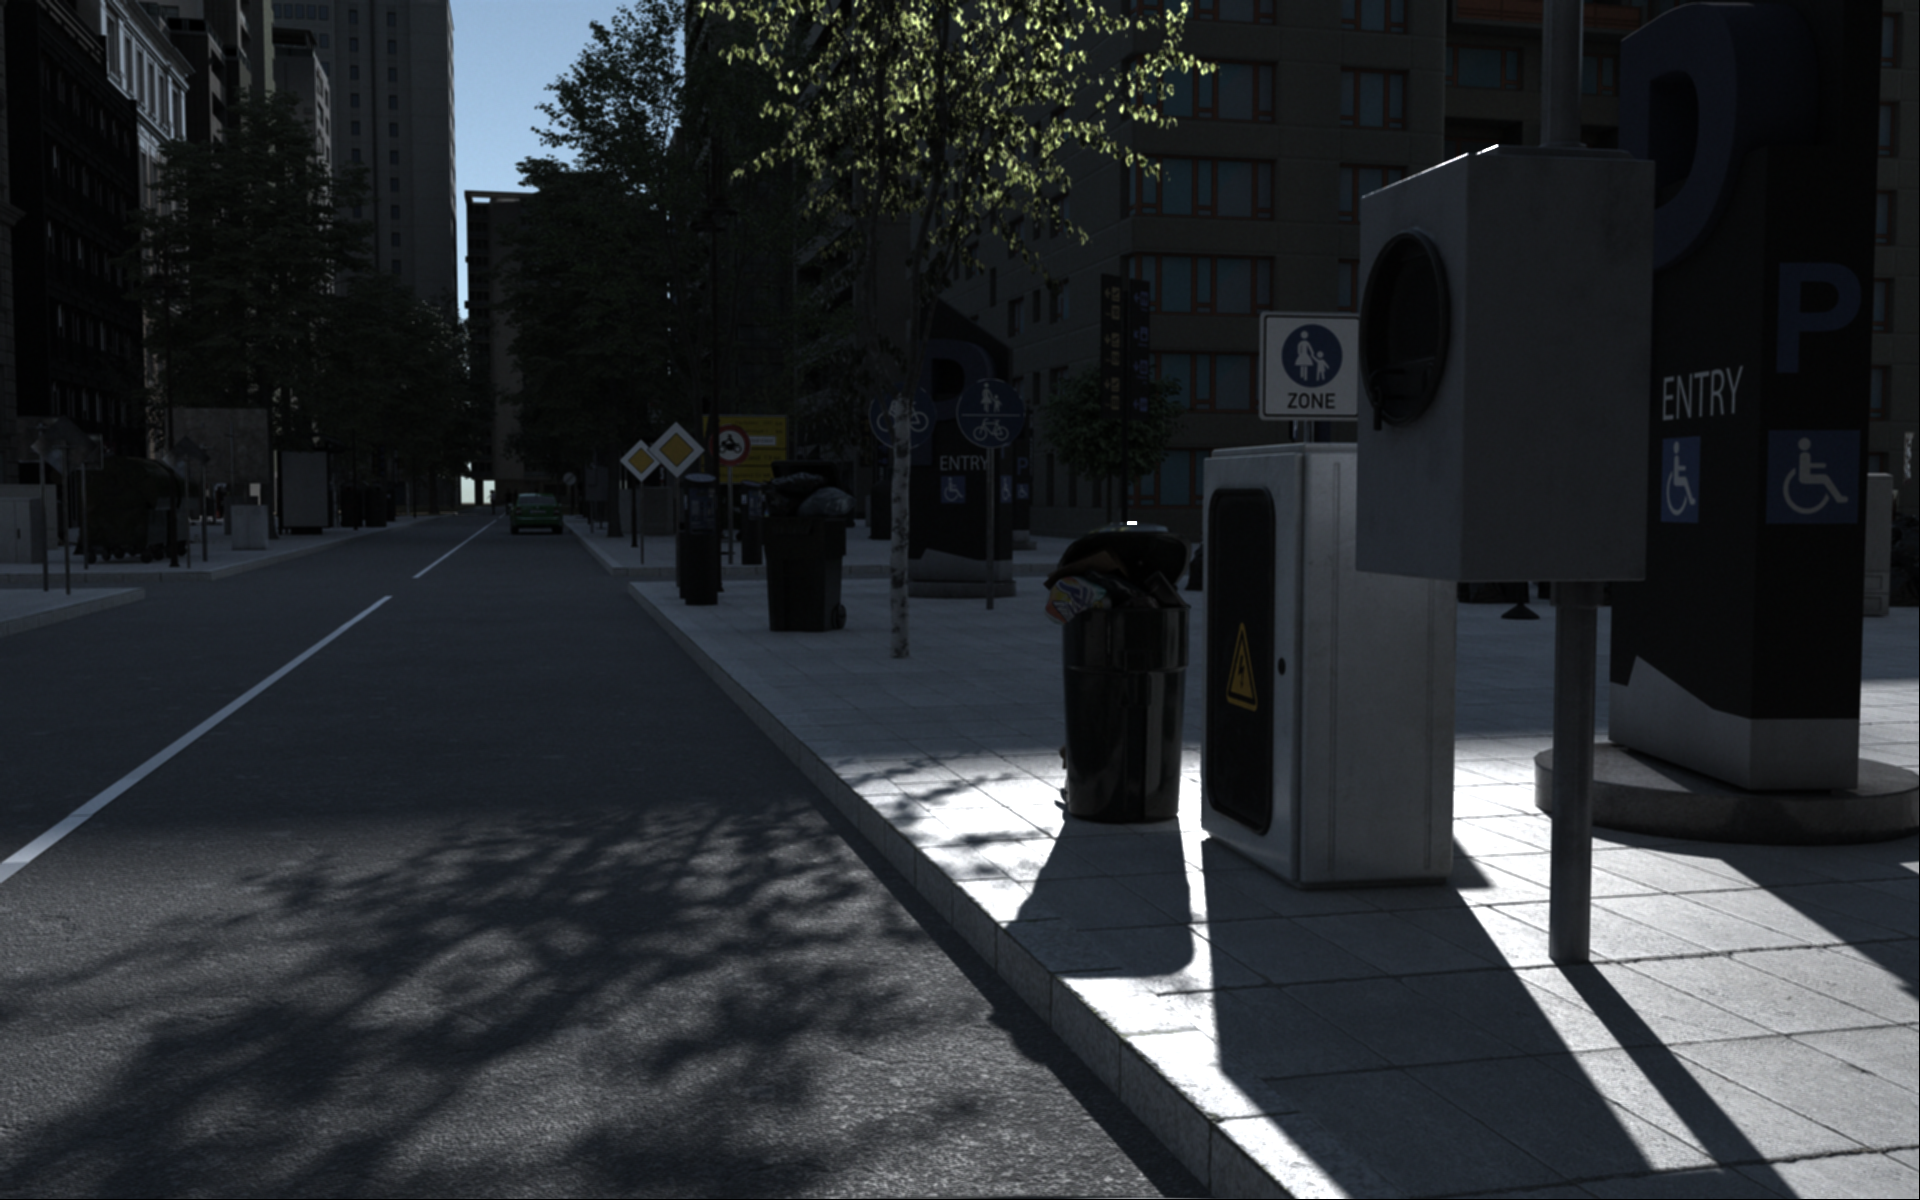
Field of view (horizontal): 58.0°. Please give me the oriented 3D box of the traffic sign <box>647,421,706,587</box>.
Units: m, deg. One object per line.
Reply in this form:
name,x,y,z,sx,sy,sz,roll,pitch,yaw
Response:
traffic sign,-3.898,-1.236,23.851,0.795,2.450,0.064,-1,4,-14

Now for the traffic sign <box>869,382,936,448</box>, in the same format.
traffic sign,-0.655,-1.202,19.751,0.768,2.556,0.104,0,4,-5

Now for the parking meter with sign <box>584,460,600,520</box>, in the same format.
parking meter with sign,-18.382,-5.534,86.746,0.543,3.016,1.738,0,4,-1

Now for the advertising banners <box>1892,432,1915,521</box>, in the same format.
advertising banners,26.080,-3.193,48.390,2.074,3.025,0.090,-2,4,-34

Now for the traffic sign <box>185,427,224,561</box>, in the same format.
traffic sign,-14.384,-2.007,32.926,0.768,2.556,0.104,0,4,-7

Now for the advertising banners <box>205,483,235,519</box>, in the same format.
advertising banners,-38.324,-5.694,89.282,2.074,3.025,0.090,1,4,12

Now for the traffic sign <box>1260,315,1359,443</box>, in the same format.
traffic sign,1.972,-0.471,9.830,0.606,2.300,0.079,-1,4,-11

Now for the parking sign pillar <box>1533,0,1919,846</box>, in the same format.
parking sign pillar,3.085,-1.127,6.906,1.447,3.967,1.447,0,4,-2

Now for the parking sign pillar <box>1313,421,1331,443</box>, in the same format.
parking sign pillar,8.867,-3.342,43.122,1.447,3.967,1.447,0,4,2

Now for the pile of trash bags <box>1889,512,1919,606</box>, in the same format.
pile of trash bags,12.138,-0.620,19.895,3.447,1.369,1.912,2,4,28

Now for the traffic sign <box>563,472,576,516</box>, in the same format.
traffic sign,-22.951,-6.223,101.856,0.768,2.556,0.104,0,4,-7

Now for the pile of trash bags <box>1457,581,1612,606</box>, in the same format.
pile of trash bags,7.547,-0.666,20.650,3.447,1.369,1.912,1,4,20

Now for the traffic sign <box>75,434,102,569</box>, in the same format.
traffic sign,-14.894,-1.671,29.458,0.606,2.300,0.079,0,4,-5

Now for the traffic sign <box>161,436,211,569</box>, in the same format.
traffic sign,-13.287,-1.599,29.788,0.795,2.450,0.064,-1,4,-14

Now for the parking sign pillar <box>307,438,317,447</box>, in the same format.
parking sign pillar,-26.411,-5.041,70.889,1.447,3.967,1.447,0,4,-4

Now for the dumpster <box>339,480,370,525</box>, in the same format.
dumpster,-24.419,-3.933,70.070,1.264,1.857,1.865,-1,4,-14

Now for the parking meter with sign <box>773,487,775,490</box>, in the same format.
parking meter with sign,-11.117,-6.686,105.571,1.738,3.016,0.543,-2,4,-26

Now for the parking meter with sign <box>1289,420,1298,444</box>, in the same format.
parking meter with sign,6.520,-2.567,38.227,1.738,3.016,0.543,1,4,22

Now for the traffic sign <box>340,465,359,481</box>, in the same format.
traffic sign,-26.282,-4.558,74.624,0.768,2.556,0.104,-1,4,-12

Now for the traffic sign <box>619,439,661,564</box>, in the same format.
traffic sign,-5.811,-1.710,31.605,0.795,2.450,0.064,-1,4,-14

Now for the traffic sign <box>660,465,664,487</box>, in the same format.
traffic sign,-12.860,-4.572,74.855,0.768,2.556,0.104,0,4,-7

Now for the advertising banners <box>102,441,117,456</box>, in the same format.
advertising banners,-27.768,-3.781,58.014,0.090,3.025,2.074,2,4,26

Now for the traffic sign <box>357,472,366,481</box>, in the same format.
traffic sign,-28.382,-4.923,81.671,0.795,2.450,0.064,0,4,-8

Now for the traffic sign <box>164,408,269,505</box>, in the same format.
traffic sign,-17.587,-2.885,41.038,2.265,3.308,0.079,-1,4,-13

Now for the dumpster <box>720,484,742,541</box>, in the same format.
dumpster,-6.293,-2.703,46.682,1.502,2.255,1.985,-1,4,-14

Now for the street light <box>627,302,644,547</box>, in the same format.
street light,-7.883,-4.219,41.768,0.468,5.910,1.993,-1,4,-14

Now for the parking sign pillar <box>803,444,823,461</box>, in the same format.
parking sign pillar,-8.011,-6.481,94.431,1.447,3.967,1.447,3,5,44

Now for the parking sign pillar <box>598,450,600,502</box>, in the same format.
parking sign pillar,-21.742,-7.095,104.475,1.447,3.967,1.447,-1,4,-21

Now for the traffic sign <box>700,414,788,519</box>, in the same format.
traffic sign,-5.550,-3.099,44.541,2.265,3.308,0.079,-1,4,-12

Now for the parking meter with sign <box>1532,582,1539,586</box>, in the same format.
parking meter with sign,8.235,-1.679,23.712,0.543,3.016,1.738,0,4,4

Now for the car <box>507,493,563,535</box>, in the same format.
car,-15.410,-3.308,62.883,1.959,1.807,4.718,-1,4,-16

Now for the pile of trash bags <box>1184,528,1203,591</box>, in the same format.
pile of trash bags,4.352,-0.887,24.256,1.912,1.369,3.447,1,4,21

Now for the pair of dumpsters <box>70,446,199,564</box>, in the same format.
pair of dumpsters,-16.030,-1.911,33.733,1.574,2.255,4.437,-1,4,-14

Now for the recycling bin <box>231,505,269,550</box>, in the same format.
recycling bin,-16.330,-1.669,39.837,0.722,1.027,0.722,-1,4,-16

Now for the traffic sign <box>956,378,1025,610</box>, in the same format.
traffic sign,0.334,-1.167,19.190,0.768,2.556,0.104,0,4,-8

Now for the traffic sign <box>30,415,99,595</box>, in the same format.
traffic sign,-11.373,-1.125,22.034,0.795,2.450,0.064,-1,4,-14

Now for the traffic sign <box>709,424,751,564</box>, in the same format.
traffic sign,-4.202,-1.930,31.658,0.768,2.556,0.104,-1,4,-10

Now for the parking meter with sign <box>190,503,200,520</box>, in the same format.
parking meter with sign,-37.885,-5.375,84.145,0.543,3.016,1.738,3,4,37

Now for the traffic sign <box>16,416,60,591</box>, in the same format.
traffic sign,-12.084,-1.266,22.835,0.606,2.300,0.079,-1,4,-10

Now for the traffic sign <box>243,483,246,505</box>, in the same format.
traffic sign,-17.211,-2.420,41.695,0.606,2.300,0.079,0,4,-4

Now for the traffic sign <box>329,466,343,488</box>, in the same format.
traffic sign,-28.647,-4.861,79.579,0.768,2.556,0.104,0,4,-6

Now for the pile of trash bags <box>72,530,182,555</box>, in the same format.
pile of trash bags,-18.038,-1.741,38.219,1.912,1.369,3.447,0,4,-4

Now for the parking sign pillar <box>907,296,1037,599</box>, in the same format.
parking sign pillar,-0.006,-2.040,21.829,1.447,3.967,1.447,2,4,26
